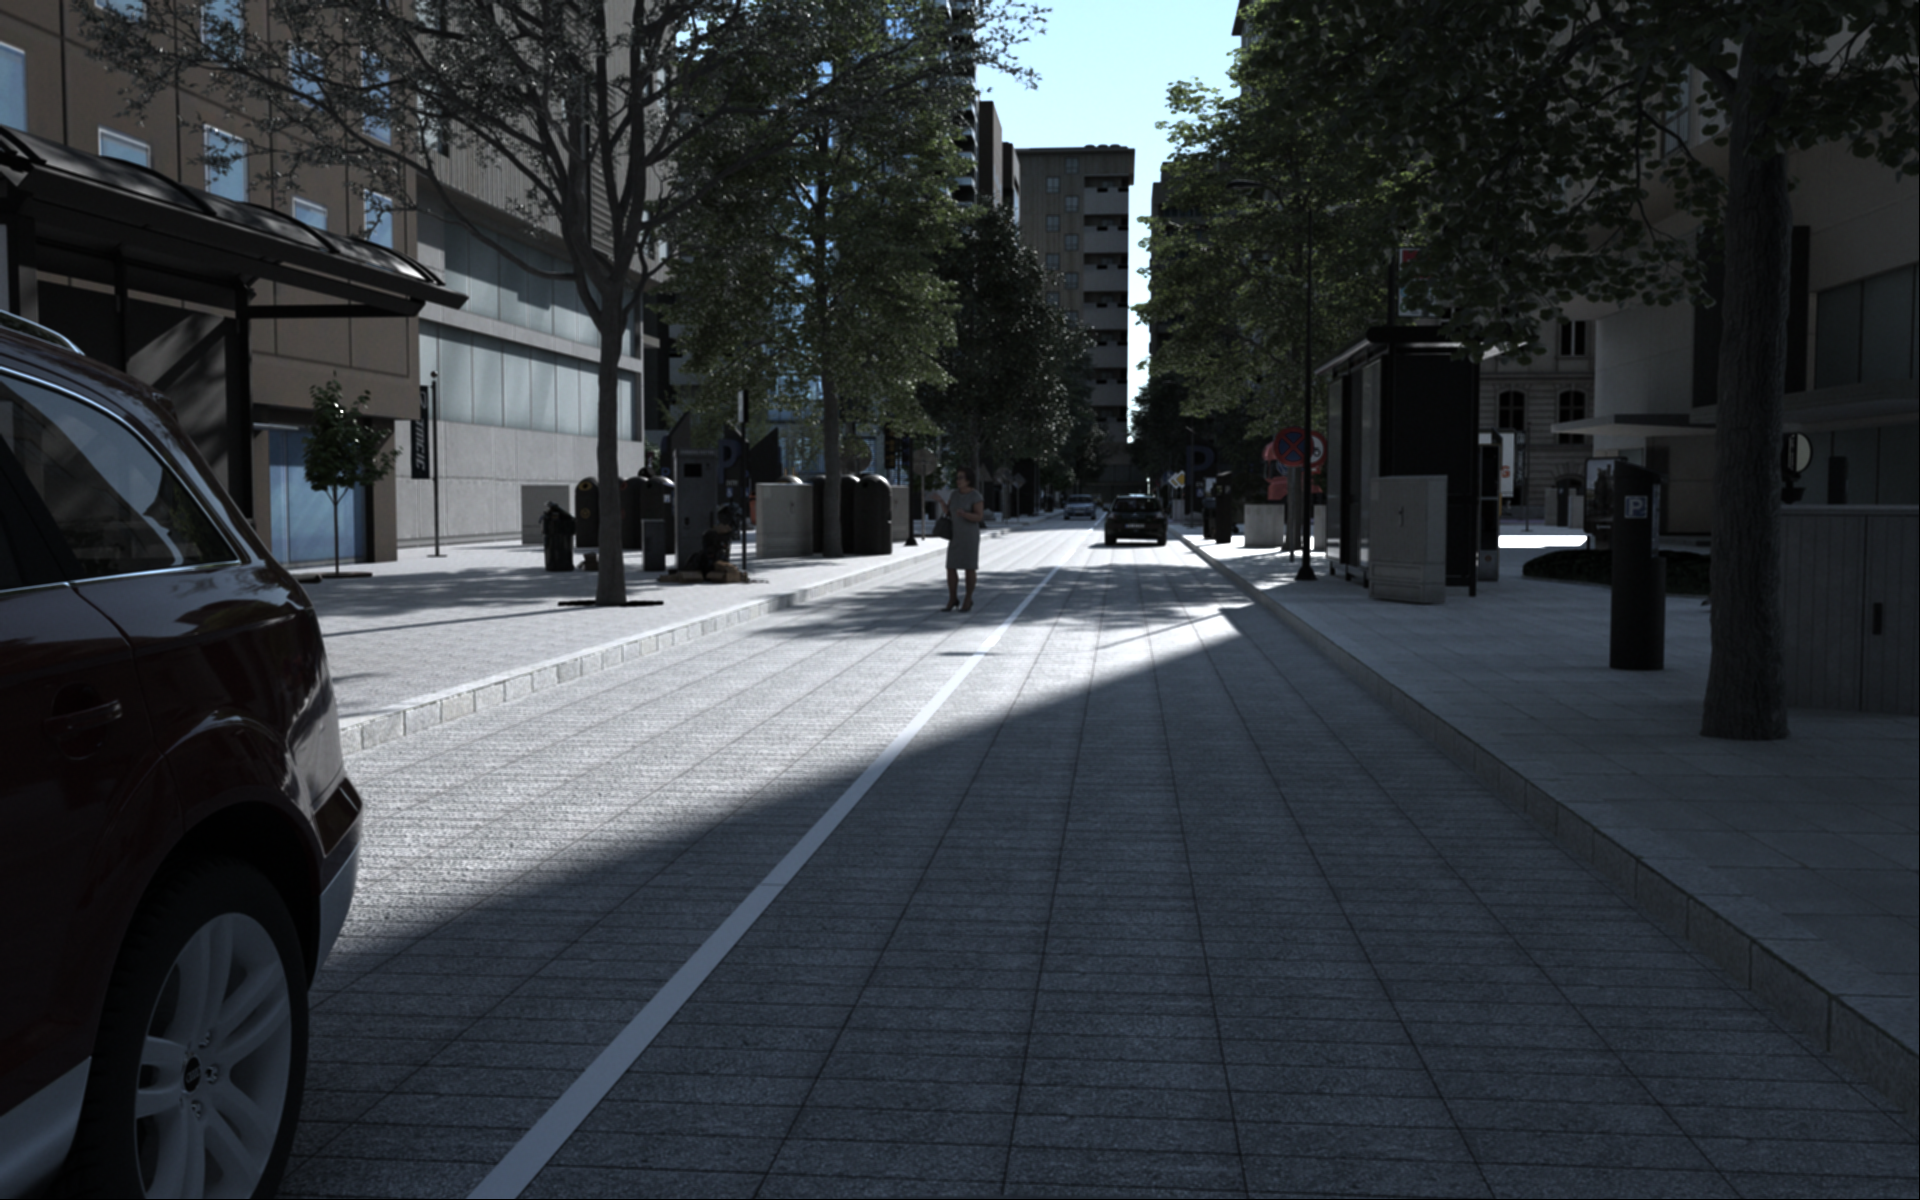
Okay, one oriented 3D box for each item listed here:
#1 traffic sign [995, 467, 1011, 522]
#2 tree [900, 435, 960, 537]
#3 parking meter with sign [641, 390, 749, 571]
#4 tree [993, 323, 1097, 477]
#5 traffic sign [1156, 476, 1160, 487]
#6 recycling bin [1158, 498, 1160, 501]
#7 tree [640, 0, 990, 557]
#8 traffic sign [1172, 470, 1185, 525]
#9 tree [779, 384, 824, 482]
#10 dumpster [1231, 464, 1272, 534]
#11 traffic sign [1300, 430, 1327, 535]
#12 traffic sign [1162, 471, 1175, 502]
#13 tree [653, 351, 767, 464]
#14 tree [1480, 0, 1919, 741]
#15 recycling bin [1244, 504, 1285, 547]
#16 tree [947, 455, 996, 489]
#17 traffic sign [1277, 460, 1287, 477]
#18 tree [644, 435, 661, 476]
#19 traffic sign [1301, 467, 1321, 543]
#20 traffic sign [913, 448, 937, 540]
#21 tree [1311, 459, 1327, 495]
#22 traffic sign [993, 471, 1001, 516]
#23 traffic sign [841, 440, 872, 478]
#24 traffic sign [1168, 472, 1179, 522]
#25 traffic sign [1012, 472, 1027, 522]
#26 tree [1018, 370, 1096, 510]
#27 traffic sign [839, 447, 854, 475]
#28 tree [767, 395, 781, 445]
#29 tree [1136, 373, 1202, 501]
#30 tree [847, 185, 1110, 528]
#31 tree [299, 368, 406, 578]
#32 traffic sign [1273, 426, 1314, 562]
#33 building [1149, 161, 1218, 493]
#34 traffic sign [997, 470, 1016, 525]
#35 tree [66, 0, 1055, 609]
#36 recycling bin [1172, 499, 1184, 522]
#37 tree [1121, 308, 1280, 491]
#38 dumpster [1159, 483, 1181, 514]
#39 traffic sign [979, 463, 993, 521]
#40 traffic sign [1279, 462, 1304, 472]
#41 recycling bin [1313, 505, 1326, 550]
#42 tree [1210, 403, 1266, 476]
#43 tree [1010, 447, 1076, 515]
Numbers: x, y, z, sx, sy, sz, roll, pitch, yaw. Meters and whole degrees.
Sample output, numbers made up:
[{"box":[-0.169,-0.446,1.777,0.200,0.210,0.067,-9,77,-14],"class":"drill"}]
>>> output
[{"box":[1.999,-4.930,80.716,0.768,2.556,0.104,1,4,12],"class":"traffic sign"},{"box":[-1.134,-3.503,51.881,1.663,3.219,1.824,0,3,0],"class":"tree"},{"box":[-4.435,-1.999,28.953,1.738,3.016,0.543,-1,4,-17],"class":"parking meter with sign"},{"box":[4.710,-12.997,119.155,9.857,13.997,8.962,0,3,0],"class":"tree"},{"box":[14.225,-7.491,122.576,0.768,2.556,0.104,1,4,14],"class":"traffic sign"},{"box":[14.459,-6.927,125.814,0.722,1.027,0.722,1,4,21],"class":"recycling bin"},{"box":[-2.874,-7.122,34.575,7.486,12.596,7.792,0,3,0],"class":"tree"},{"box":[9.151,-4.147,71.444,0.795,2.450,0.064,0,4,5],"class":"traffic sign"},{"box":[-10.396,-10.155,116.402,4.360,8.622,3.978,0,3,0],"class":"tree"},{"box":[9.421,-3.324,56.844,1.502,2.255,1.985,0,4,6],"class":"dumpster"},{"box":[6.967,-2.108,34.576,0.768,2.556,0.104,1,4,8],"class":"traffic sign"},{"box":[11.407,-5.767,94.395,0.768,2.556,0.104,1,4,12],"class":"traffic sign"},{"box":[-12.865,-8.336,86.659,4.737,8.622,4.395,0,3,0],"class":"tree"},{"box":[4.308,-5.523,8.431,7.486,12.596,7.792,0,3,0],"class":"tree"},{"box":[7.469,-1.832,42.509,0.722,1.027,0.722,-2,4,-33],"class":"recycling bin"},{"box":[0.466,-7.308,103.205,4.285,4.588,4.351,0,3,0],"class":"tree"},{"box":[9.775,-3.137,51.398,0.768,2.556,0.104,0,4,6],"class":"traffic sign"},{"box":[-17.458,-6.858,95.846,4.285,4.588,4.351,0,3,0],"class":"tree"},{"box":[9.037,-2.784,45.518,0.884,2.594,0.081,1,4,13],"class":"traffic sign"},{"box":[-1.026,-2.941,48.190,0.768,2.556,0.104,0,4,6],"class":"traffic sign"},{"box":[14.921,-4.589,69.636,1.663,3.219,1.824,0,3,0],"class":"tree"},{"box":[1.900,-6.056,99.017,0.884,2.594,0.081,1,4,10],"class":"traffic sign"},{"box":[-2.443,-2.485,40.734,0.768,2.556,0.104,1,4,14],"class":"traffic sign"},{"box":[9.900,-4.633,79.394,0.795,2.450,0.064,0,4,5],"class":"traffic sign"},{"box":[2.690,-4.676,80.092,0.795,2.450,0.064,0,4,5],"class":"traffic sign"},{"box":[7.632,-13.348,143.999,9.928,11.665,9.643,0,3,0],"class":"tree"},{"box":[-2.978,-2.777,45.505,0.768,2.556,0.104,1,4,11],"class":"traffic sign"},{"box":[-14.181,-10.424,120.798,4.737,8.622,4.395,0,3,0],"class":"tree"},{"box":[12.394,-9.228,101.239,4.360,8.622,3.978,0,3,0],"class":"tree"},{"box":[0.512,-9.050,64.973,9.611,12.733,9.660,0,3,0],"class":"tree"},{"box":[-9.652,-1.959,26.626,1.663,3.219,1.824,0,3,0],"class":"tree"},{"box":[6.257,-1.985,32.566,0.768,2.556,0.104,1,4,9],"class":"traffic sign"},{"box":[38.523,-38.553,254.046,21.600,48.544,21.300,0,4,5],"class":"building"},{"box":[1.941,-4.190,72.142,0.795,2.450,0.064,0,4,5],"class":"traffic sign"},{"box":[-4.070,-6.688,19.721,12.009,13.543,11.850,0,3,0],"class":"tree"},{"box":[10.383,-4.194,81.128,0.722,1.027,0.722,1,4,21],"class":"recycling bin"},{"box":[12.240,-9.203,84.884,7.601,10.594,8.767,-1,4,-11],"class":"tree"},{"box":[13.646,-6.696,111.973,1.502,2.255,1.985,0,4,5],"class":"dumpster"},{"box":[0.955,-4.433,72.484,0.884,2.594,0.081,1,4,13],"class":"traffic sign"},{"box":[8.584,-2.718,44.542,0.768,2.556,0.104,1,4,14],"class":"traffic sign"},{"box":[8.668,-1.680,40.025,0.722,1.027,0.722,-2,4,-31],"class":"recycling bin"},{"box":[19.017,-10.297,118.717,4.737,8.622,4.395,0,3,0],"class":"tree"},{"box":[4.551,-7.615,108.226,4.285,4.588,4.351,0,3,0],"class":"tree"}]
